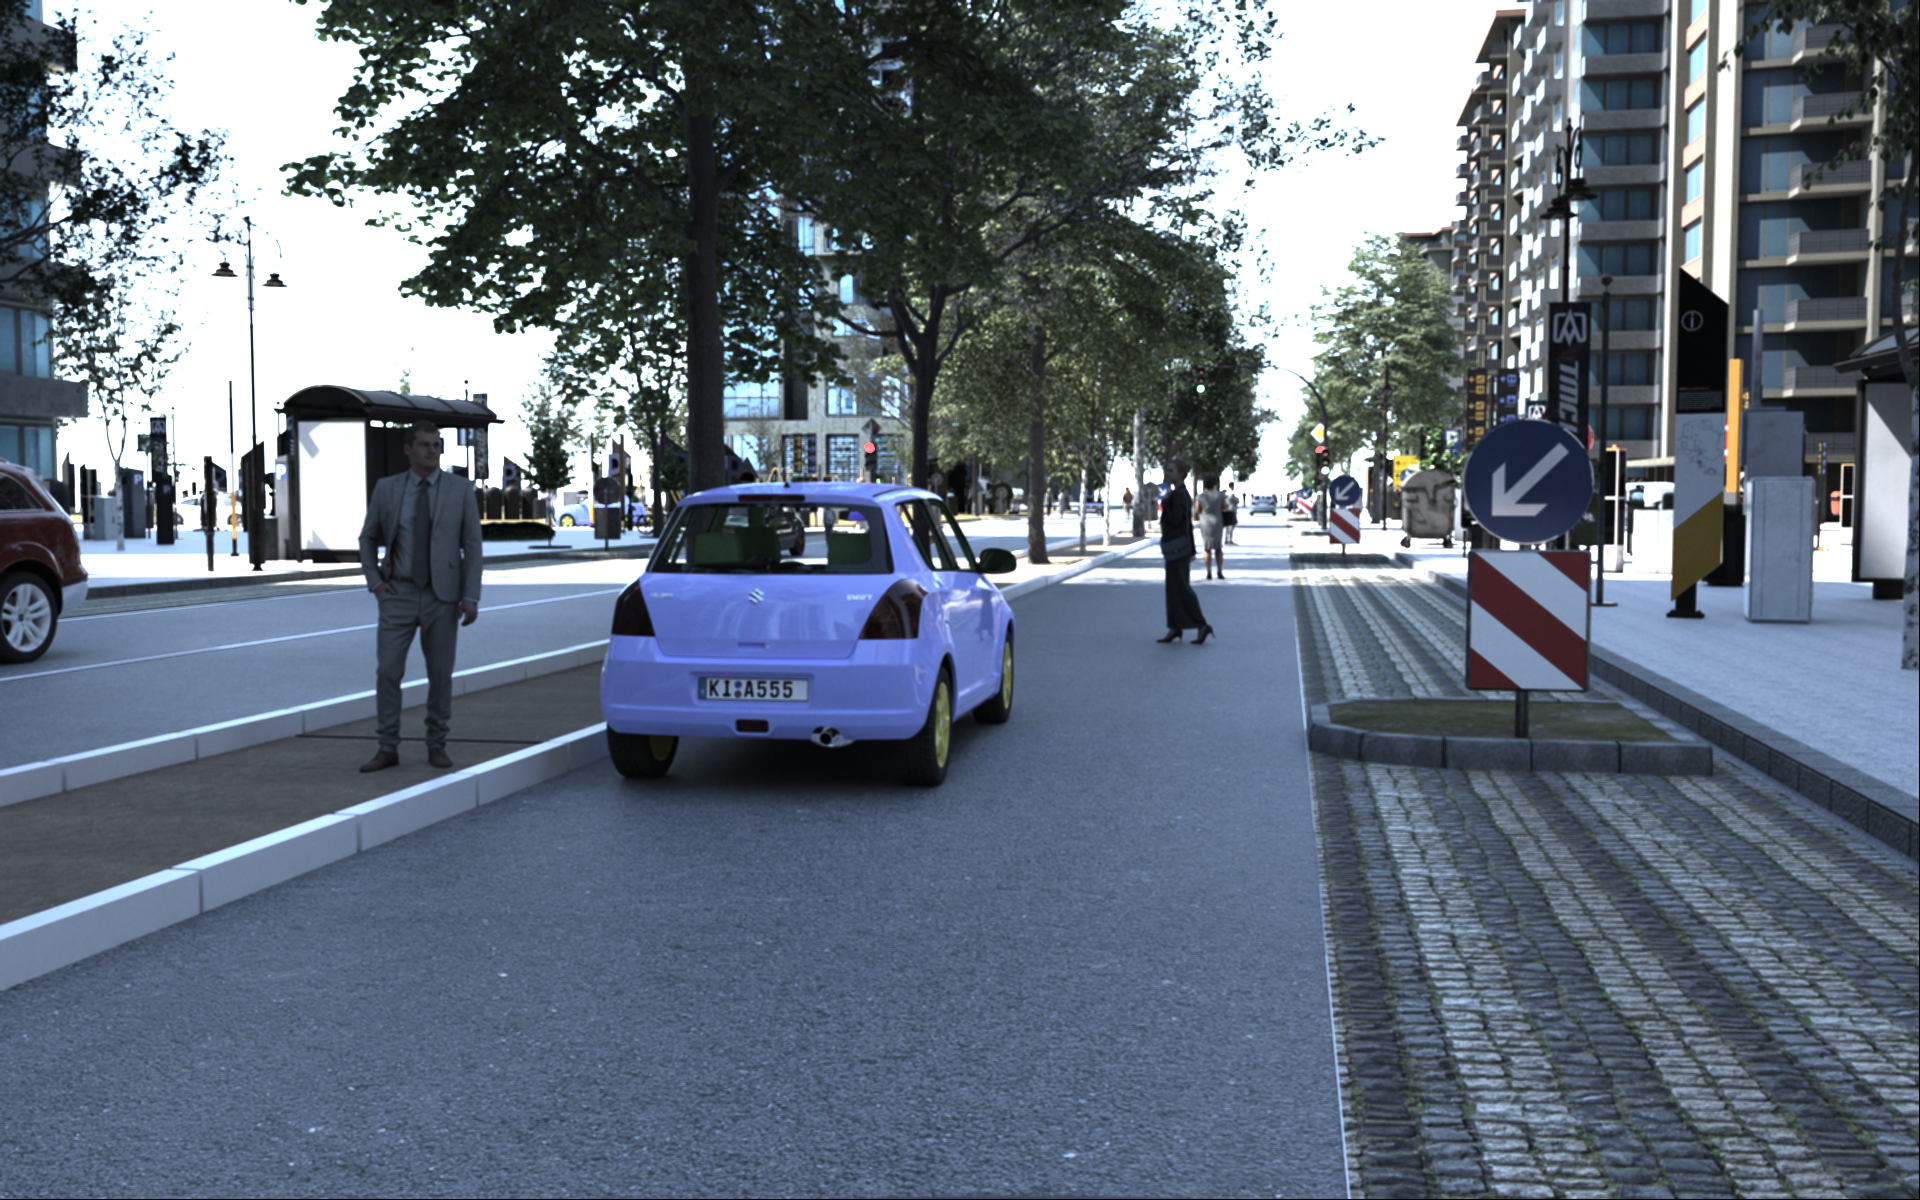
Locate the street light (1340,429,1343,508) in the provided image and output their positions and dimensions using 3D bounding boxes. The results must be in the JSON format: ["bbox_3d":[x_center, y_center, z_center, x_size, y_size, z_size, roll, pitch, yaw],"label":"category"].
[{"bbox_3d":[22.782,-7.974,103.167,0.468,5.910,1.993,1,4,11],"label":"street light"}]

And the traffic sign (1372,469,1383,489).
[{"bbox_3d":[21.393,-5.395,88.315,0.768,2.556,0.104,1,4,17],"label":"traffic sign"}]

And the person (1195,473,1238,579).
[{"bbox_3d":[4.317,-1.240,29.136,0.716,1.782,0.532,0,4,8],"label":"person"}]

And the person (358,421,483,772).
[{"bbox_3d":[-2.825,-0.029,9.066,0.635,1.810,0.391,-1,4,-19],"label":"person"}]

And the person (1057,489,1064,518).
[{"bbox_3d":[6.070,-5.872,105.077,0.524,1.755,0.480,2,4,26],"label":"person"}]

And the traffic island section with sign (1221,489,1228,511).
[{"bbox_3d":[21.905,-8.278,143.484,2.006,1.907,1.989,1,4,11],"label":"traffic island section with sign"}]

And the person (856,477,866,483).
[{"bbox_3d":[-2.122,-1.692,36.509,0.624,1.780,0.694,1,4,11],"label":"person"}]

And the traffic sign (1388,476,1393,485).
[{"bbox_3d":[23.827,-5.858,96.960,0.795,2.450,0.064,1,4,15],"label":"traffic sign"}]

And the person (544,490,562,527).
[{"bbox_3d":[-16.096,-3.637,68.639,0.598,1.740,0.731,3,5,43],"label":"person"}]

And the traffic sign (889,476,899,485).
[{"bbox_3d":[-3.661,-5.731,95.830,0.606,2.300,0.079,1,4,11],"label":"traffic sign"}]

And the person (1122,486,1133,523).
[{"bbox_3d":[8.441,-4.824,87.352,0.573,1.828,0.580,0,4,4],"label":"person"}]

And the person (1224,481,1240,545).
[{"bbox_3d":[7.717,-2.462,48.932,0.466,1.800,0.511,-2,4,-29],"label":"person"}]

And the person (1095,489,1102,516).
[{"bbox_3d":[9.192,-6.474,114.898,0.519,1.759,0.362,-3,5,-42],"label":"person"}]

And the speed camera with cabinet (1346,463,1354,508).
[{"bbox_3d":[24.627,-7.063,109.818,0.660,3.252,2.038,1,4,18],"label":"speed camera with cabinet"}]

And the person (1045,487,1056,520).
[{"bbox_3d":[5.067,-5.410,97.130,0.709,1.800,0.728,-1,4,-14],"label":"person"}]

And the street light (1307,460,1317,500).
[{"bbox_3d":[44.139,-14.943,217.109,0.468,5.910,1.993,1,4,11],"label":"street light"}]

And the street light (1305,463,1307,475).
[{"bbox_3d":[52.032,-17.577,260.165,0.468,5.910,1.993,1,4,11],"label":"street light"}]

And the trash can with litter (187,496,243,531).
[{"bbox_3d":[-26.064,-3.016,60.374,1.678,1.210,2.233,0,4,-2],"label":"trash can with litter"}]

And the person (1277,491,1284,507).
[{"bbox_3d":[36.330,-11.407,195.726,1.217,1.735,0.721,-1,4,-13],"label":"person"}]

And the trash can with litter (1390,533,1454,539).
[{"bbox_3d":[13.616,-2.359,49.620,2.233,1.210,1.678,3,5,41],"label":"trash can with litter"}]

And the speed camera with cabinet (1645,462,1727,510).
[{"bbox_3d":[17.484,-2.884,41.482,2.038,3.252,0.660,-1,4,-10],"label":"speed camera with cabinet"}]

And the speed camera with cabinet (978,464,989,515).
[{"bbox_3d":[1.331,-6.990,108.623,0.660,3.252,2.038,1,4,13],"label":"speed camera with cabinet"}]

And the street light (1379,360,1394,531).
[{"bbox_3d":[14.692,-5.319,59.761,0.468,5.910,1.993,1,4,11],"label":"street light"}]

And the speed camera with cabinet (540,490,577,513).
[{"bbox_3d":[-20.102,-5.651,86.725,0.660,3.252,2.038,2,4,30],"label":"speed camera with cabinet"}]

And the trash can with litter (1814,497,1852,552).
[{"bbox_3d":[19.314,-1.731,39.359,1.678,1.210,2.233,0,4,0],"label":"trash can with litter"}]

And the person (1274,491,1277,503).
[{"bbox_3d":[40.976,-13.277,225.442,0.709,1.838,0.599,-3,5,-40],"label":"person"}]

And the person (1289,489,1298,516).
[{"bbox_3d":[22.217,-6.490,115.203,0.643,1.750,0.593,-3,5,-43],"label":"person"}]

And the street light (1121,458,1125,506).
[{"bbox_3d":[17.501,-13.032,185.856,0.468,5.910,1.993,1,4,11],"label":"street light"}]

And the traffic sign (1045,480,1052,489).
[{"bbox_3d":[6.526,-7.751,128.853,0.606,2.300,0.079,1,4,12],"label":"traffic sign"}]

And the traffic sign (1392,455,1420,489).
[{"bbox_3d":[23.469,-5.838,89.327,2.265,3.308,0.079,1,4,14],"label":"traffic sign"}]

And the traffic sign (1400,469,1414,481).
[{"bbox_3d":[22.769,-5.382,88.094,0.768,2.556,0.104,1,4,18],"label":"traffic sign"}]

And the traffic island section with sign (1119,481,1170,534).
[{"bbox_3d":[6.785,-3.315,62.330,2.006,1.907,1.989,1,4,11],"label":"traffic island section with sign"}]

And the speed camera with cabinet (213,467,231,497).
[{"bbox_3d":[-55.350,-8.263,129.430,0.660,3.252,2.038,1,4,20],"label":"speed camera with cabinet"}]

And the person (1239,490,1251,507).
[{"bbox_3d":[30.459,-10.844,185.424,1.348,1.869,0.705,-1,4,-8],"label":"person"}]

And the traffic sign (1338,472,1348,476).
[{"bbox_3d":[21.790,-6.010,98.375,0.768,2.556,0.104,1,4,12],"label":"traffic sign"}]

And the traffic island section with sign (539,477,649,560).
[{"bbox_3d":[-8.031,-1.825,38.469,1.989,1.847,2.006,1,4,11],"label":"traffic island section with sign"}]

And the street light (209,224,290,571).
[{"bbox_3d":[-11.773,-3.429,28.850,0.468,5.910,1.993,1,4,11],"label":"street light"}]

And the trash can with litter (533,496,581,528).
[{"bbox_3d":[-15.556,-3.344,65.731,2.233,1.210,1.678,-1,4,-9],"label":"trash can with litter"}]

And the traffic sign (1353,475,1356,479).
[{"bbox_3d":[27.083,-7.294,119.254,0.884,2.594,0.081,1,4,16],"label":"traffic sign"}]

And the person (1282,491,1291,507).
[{"bbox_3d":[32.211,-9.848,170.233,1.217,1.735,0.721,0,4,1],"label":"person"}]

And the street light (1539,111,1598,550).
[{"bbox_3d":[7.486,-2.976,21.450,0.468,5.910,1.993,1,4,11],"label":"street light"}]

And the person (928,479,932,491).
[{"bbox_3d":[-0.680,-1.552,34.621,0.466,1.731,0.760,-3,5,-45],"label":"person"}]

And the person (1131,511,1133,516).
[{"bbox_3d":[11.876,-6.520,115.326,0.699,1.804,1.509,3,4,39],"label":"person"}]

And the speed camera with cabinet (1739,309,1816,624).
[{"bbox_3d":[8.489,-1.446,17.973,0.660,3.252,2.038,1,4,22],"label":"speed camera with cabinet"}]

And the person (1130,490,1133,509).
[{"bbox_3d":[15.780,-9.314,160.654,0.709,1.838,0.599,0,4,-1],"label":"person"}]

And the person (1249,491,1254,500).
[{"bbox_3d":[38.899,-13.587,230.587,1.348,1.831,0.705,-3,4,-37],"label":"person"}]

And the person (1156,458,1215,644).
[{"bbox_3d":[2.152,-0.474,16.677,0.534,1.772,0.576,0,4,-7],"label":"person"}]

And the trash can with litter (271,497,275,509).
[{"bbox_3d":[-26.808,-3.379,66.299,2.233,1.210,1.678,-3,5,-40],"label":"trash can with litter"}]

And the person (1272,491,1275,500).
[{"bbox_3d":[30.728,-9.893,170.776,0.750,1.759,0.617,1,4,17],"label":"person"}]

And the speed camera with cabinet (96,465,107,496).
[{"bbox_3d":[-58.834,-7.624,118.988,0.660,3.252,2.038,1,4,22],"label":"speed camera with cabinet"}]

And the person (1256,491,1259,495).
[{"bbox_3d":[30.560,-10.288,177.433,1.217,1.743,0.721,-1,4,-15],"label":"person"}]

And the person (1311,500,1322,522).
[{"bbox_3d":[18.458,-4.594,89.114,0.738,1.151,1.012,2,4,24],"label":"person"}]

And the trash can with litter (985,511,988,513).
[{"bbox_3d":[2.082,-6.531,117.836,1.678,1.210,2.233,-1,4,-15],"label":"trash can with litter"}]
